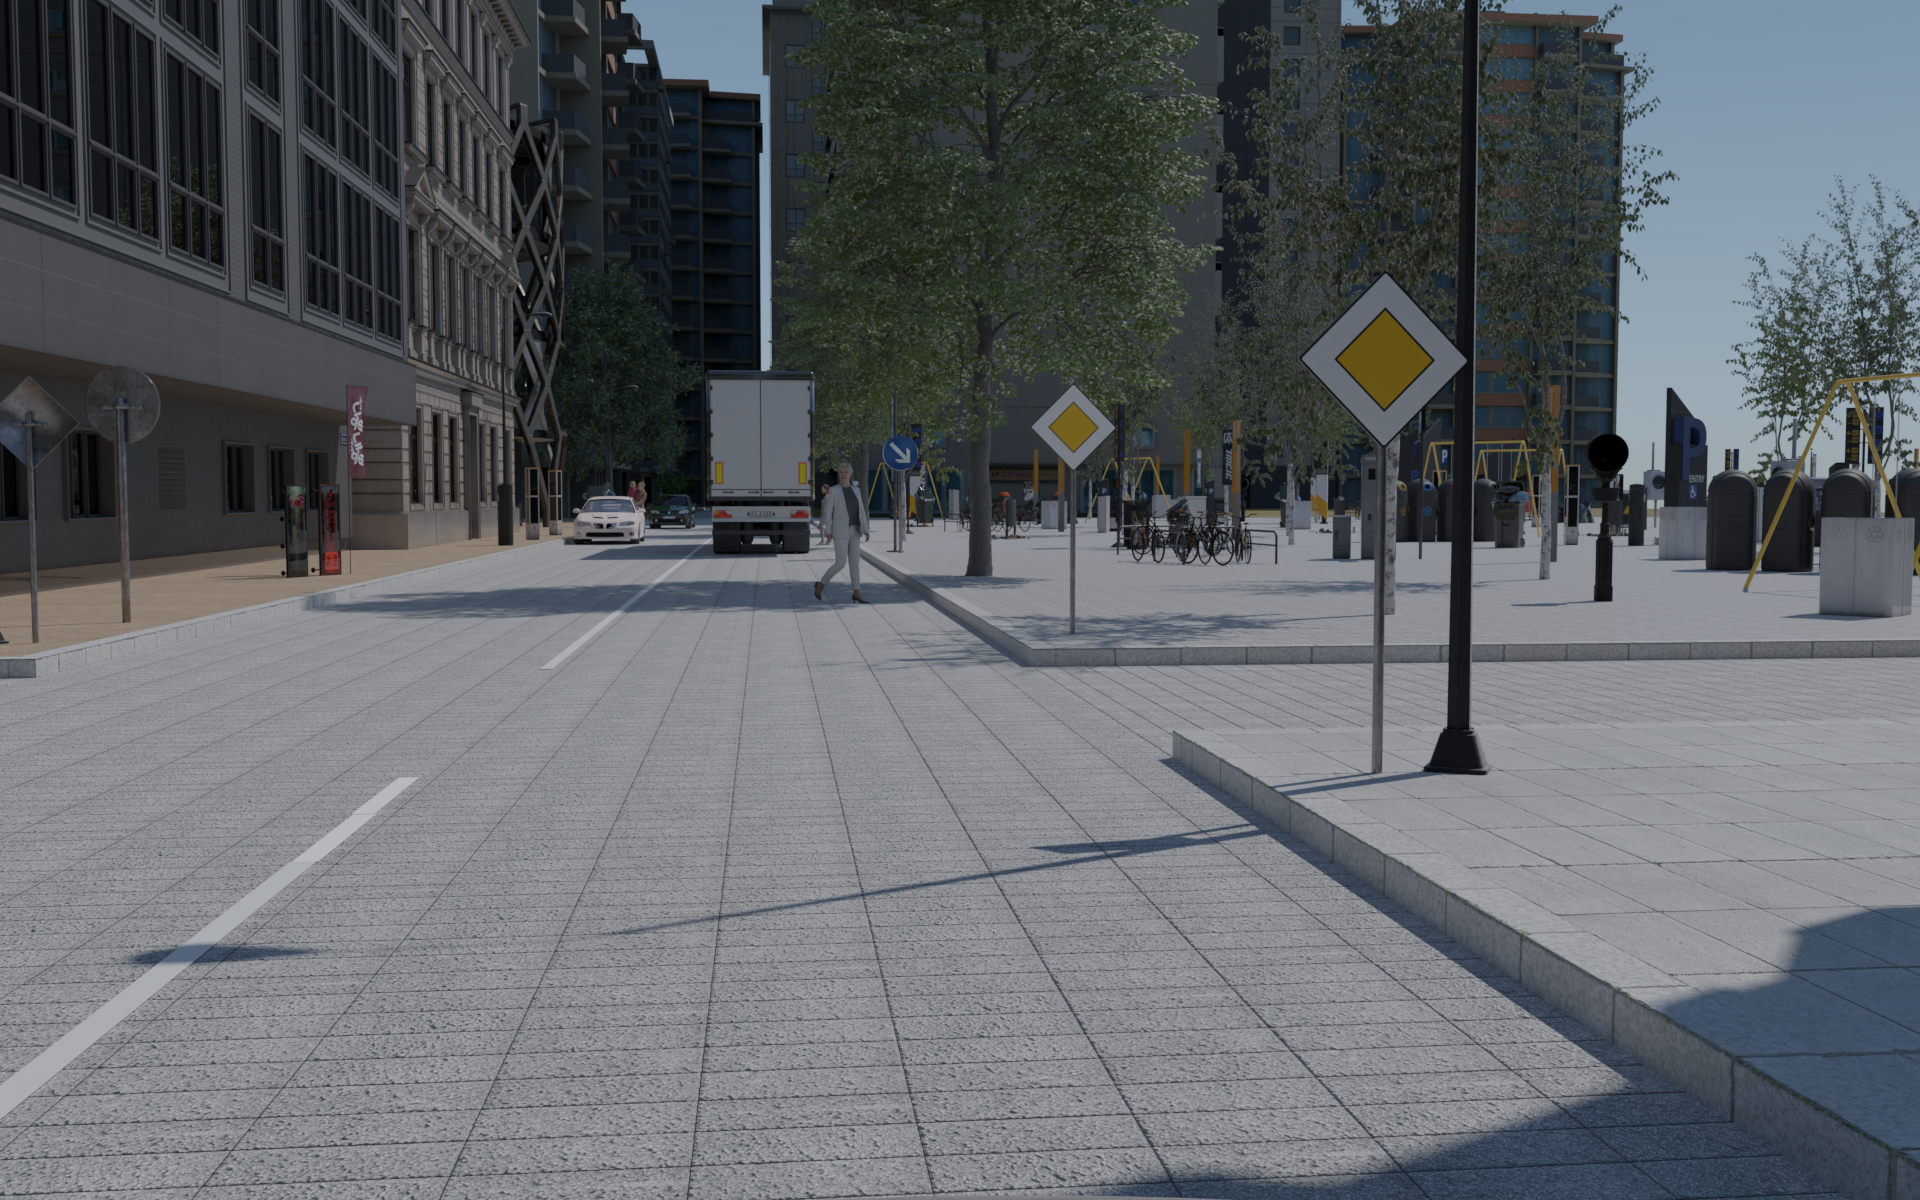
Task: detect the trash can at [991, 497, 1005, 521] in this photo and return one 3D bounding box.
[{"bbox_3d":[1.672,-4.083,78.414,0.748,1.137,0.748,0,3,0],"label":"trash can"}]

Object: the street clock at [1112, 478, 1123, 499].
[{"bbox_3d":[7.053,-4.465,77.568,0.471,2.002,0.358,0,4,8],"label":"street clock"}]

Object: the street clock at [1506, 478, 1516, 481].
[{"bbox_3d":[25.222,-4.571,79.301,0.471,2.002,0.358,-2,4,-32],"label":"street clock"}]

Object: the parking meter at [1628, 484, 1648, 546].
[{"bbox_3d":[16.726,-2.104,42.810,0.372,1.533,0.369,0,3,0],"label":"parking meter"}]

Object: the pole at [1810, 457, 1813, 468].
[{"bbox_3d":[47.136,-6.239,95.849,0.158,3.312,0.155,0,3,0],"label":"pole"}]

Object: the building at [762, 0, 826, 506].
[{"bbox_3d":[-7.603,-36.698,189.248,27.495,52.752,28.713,0,4,-6],"label":"building"}]

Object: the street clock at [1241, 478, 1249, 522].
[{"bbox_3d":[13.106,-4.623,80.157,0.471,2.002,0.358,1,4,18],"label":"street clock"}]

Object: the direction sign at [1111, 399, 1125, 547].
[{"bbox_3d":[3.833,-3.042,41.732,0.379,3.537,0.876,-1,4,-9],"label":"direction sign"}]

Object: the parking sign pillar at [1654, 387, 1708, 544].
[{"bbox_3d":[18.507,-3.404,44.134,1.447,3.967,1.447,-3,4,-37],"label":"parking sign pillar"}]

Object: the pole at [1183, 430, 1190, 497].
[{"bbox_3d":[7.279,-3.778,55.618,0.158,3.312,0.155,0,3,0],"label":"pole"}]

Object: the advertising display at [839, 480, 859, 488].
[{"bbox_3d":[-5.128,-4.603,80.467,0.974,1.923,0.123,1,4,13],"label":"advertising display"}]

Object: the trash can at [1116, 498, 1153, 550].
[{"bbox_3d":[4.102,-1.748,40.235,0.748,1.137,0.748,0,3,0],"label":"trash can"}]

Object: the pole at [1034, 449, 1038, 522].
[{"bbox_3d":[3.469,-5.215,79.102,0.158,3.312,0.155,0,3,0],"label":"pole"}]

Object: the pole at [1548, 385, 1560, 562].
[{"bbox_3d":[11.155,-2.371,32.605,0.158,3.312,0.155,0,3,0],"label":"pole"}]

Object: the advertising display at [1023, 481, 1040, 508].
[{"bbox_3d":[3.530,-4.925,85.734,0.974,1.923,0.123,3,5,42],"label":"advertising display"}]

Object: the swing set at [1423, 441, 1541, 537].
[{"bbox_3d":[15.287,-3.308,51.710,3.119,2.851,2.862,3,5,39],"label":"swing set"}]

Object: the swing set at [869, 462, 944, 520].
[{"bbox_3d":[-2.683,-5.357,85.201,3.119,2.851,2.862,3,4,38],"label":"swing set"}]

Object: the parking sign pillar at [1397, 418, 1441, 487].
[{"bbox_3d":[16.497,-4.462,61.423,1.447,3.967,1.447,-3,5,-42],"label":"parking sign pillar"}]

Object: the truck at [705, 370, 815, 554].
[{"bbox_3d":[-5.163,-3.429,44.974,2.839,4.237,11.283,0,4,-6],"label":"truck"}]

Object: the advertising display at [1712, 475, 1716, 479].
[{"bbox_3d":[26.405,-3.329,59.639,0.974,1.923,0.123,0,4,5],"label":"advertising display"}]

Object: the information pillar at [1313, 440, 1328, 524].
[{"bbox_3d":[15.547,-5.071,74.260,0.504,3.616,0.183,2,4,27],"label":"information pillar"}]

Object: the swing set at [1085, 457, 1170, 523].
[{"bbox_3d":[7.417,-4.725,74.879,2.862,2.851,3.119,-2,4,-28],"label":"swing set"}]

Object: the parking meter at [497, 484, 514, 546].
[{"bbox_3d":[-11.314,-2.122,43.099,0.372,1.533,0.369,0,3,0],"label":"parking meter"}]

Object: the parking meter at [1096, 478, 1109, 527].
[{"bbox_3d":[5.319,-3.604,64.639,0.399,1.863,0.255,-1,4,-18],"label":"parking meter"}]

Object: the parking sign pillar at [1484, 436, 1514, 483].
[{"bbox_3d":[25.062,-5.634,80.580,1.447,3.967,1.447,-1,4,-17],"label":"parking sign pillar"}]

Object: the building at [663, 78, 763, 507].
[{"bbox_3d":[-35.206,-32.301,182.743,28.867,44.769,22.147,0,4,-6],"label":"building"}]

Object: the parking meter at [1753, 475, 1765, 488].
[{"bbox_3d":[24.494,-2.909,53.268,0.399,1.863,0.255,0,4,7],"label":"parking meter"}]

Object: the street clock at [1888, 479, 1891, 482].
[{"bbox_3d":[43.567,-4.672,80.963,0.471,2.002,0.358,-3,5,-43],"label":"street clock"}]

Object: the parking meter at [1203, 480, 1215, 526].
[{"bbox_3d":[10.073,-3.935,70.050,0.399,1.863,0.255,-2,4,-26],"label":"parking meter"}]

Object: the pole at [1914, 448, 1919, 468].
[{"bbox_3d":[42.648,-5.104,77.301,0.158,3.312,0.155,0,3,0],"label":"pole"}]

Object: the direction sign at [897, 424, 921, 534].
[{"bbox_3d":[-1.673,-3.898,55.729,0.876,3.537,0.379,-1,4,-16],"label":"direction sign"}]

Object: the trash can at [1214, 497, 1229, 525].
[{"bbox_3d":[10.989,-3.747,72.925,0.748,1.137,0.748,0,3,0],"label":"trash can"}]

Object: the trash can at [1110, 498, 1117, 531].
[{"bbox_3d":[5.327,-2.938,59.693,0.748,1.137,0.748,0,3,0],"label":"trash can"}]

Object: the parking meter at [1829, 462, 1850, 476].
[{"bbox_3d":[16.201,-1.606,31.965,0.255,1.863,0.399,0,4,8],"label":"parking meter"}]

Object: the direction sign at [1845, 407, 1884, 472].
[{"bbox_3d":[23.582,-3.256,45.231,0.876,3.537,0.379,2,4,27],"label":"direction sign"}]

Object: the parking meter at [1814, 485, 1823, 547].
[{"bbox_3d":[20.937,-2.056,42.031,0.372,1.533,0.369,0,3,0],"label":"parking meter"}]

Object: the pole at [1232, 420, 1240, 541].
[{"bbox_3d":[7.617,-3.299,47.790,0.158,3.312,0.155,0,3,0],"label":"pole"}]

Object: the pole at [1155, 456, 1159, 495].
[{"bbox_3d":[10.488,-6.006,92.042,0.158,3.312,0.155,0,3,0],"label":"pole"}]

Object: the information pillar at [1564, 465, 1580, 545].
[{"bbox_3d":[15.402,-2.393,43.610,0.304,2.012,0.304,0,4,7],"label":"information pillar"}]

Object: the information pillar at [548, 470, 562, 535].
[{"bbox_3d":[-12.574,-3.017,53.819,0.304,2.012,0.304,1,4,18],"label":"information pillar"}]

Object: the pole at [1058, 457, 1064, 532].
[{"bbox_3d":[3.426,-3.958,58.561,0.158,3.312,0.155,0,3,0],"label":"pole"}]

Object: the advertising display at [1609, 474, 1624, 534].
[{"bbox_3d":[21.031,-3.078,55.532,0.123,1.923,0.974,0,4,2],"label":"advertising display"}]

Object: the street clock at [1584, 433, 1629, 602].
[{"bbox_3d":[7.704,-0.986,20.687,0.471,2.002,0.358,1,4,10],"label":"street clock"}]

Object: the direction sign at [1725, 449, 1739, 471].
[{"bbox_3d":[38.614,-5.793,86.710,0.379,3.537,0.876,-1,4,-22],"label":"direction sign"}]

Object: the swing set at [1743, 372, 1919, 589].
[{"bbox_3d":[12.282,-1.517,22.423,2.862,2.851,3.119,-1,4,-11],"label":"swing set"}]

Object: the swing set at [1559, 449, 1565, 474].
[{"bbox_3d":[19.545,-3.864,60.798,3.119,2.851,2.862,3,4,37],"label":"swing set"}]

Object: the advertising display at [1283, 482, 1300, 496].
[{"bbox_3d":[17.557,-5.299,91.849,0.123,1.923,0.974,-3,5,-45],"label":"advertising display"}]
